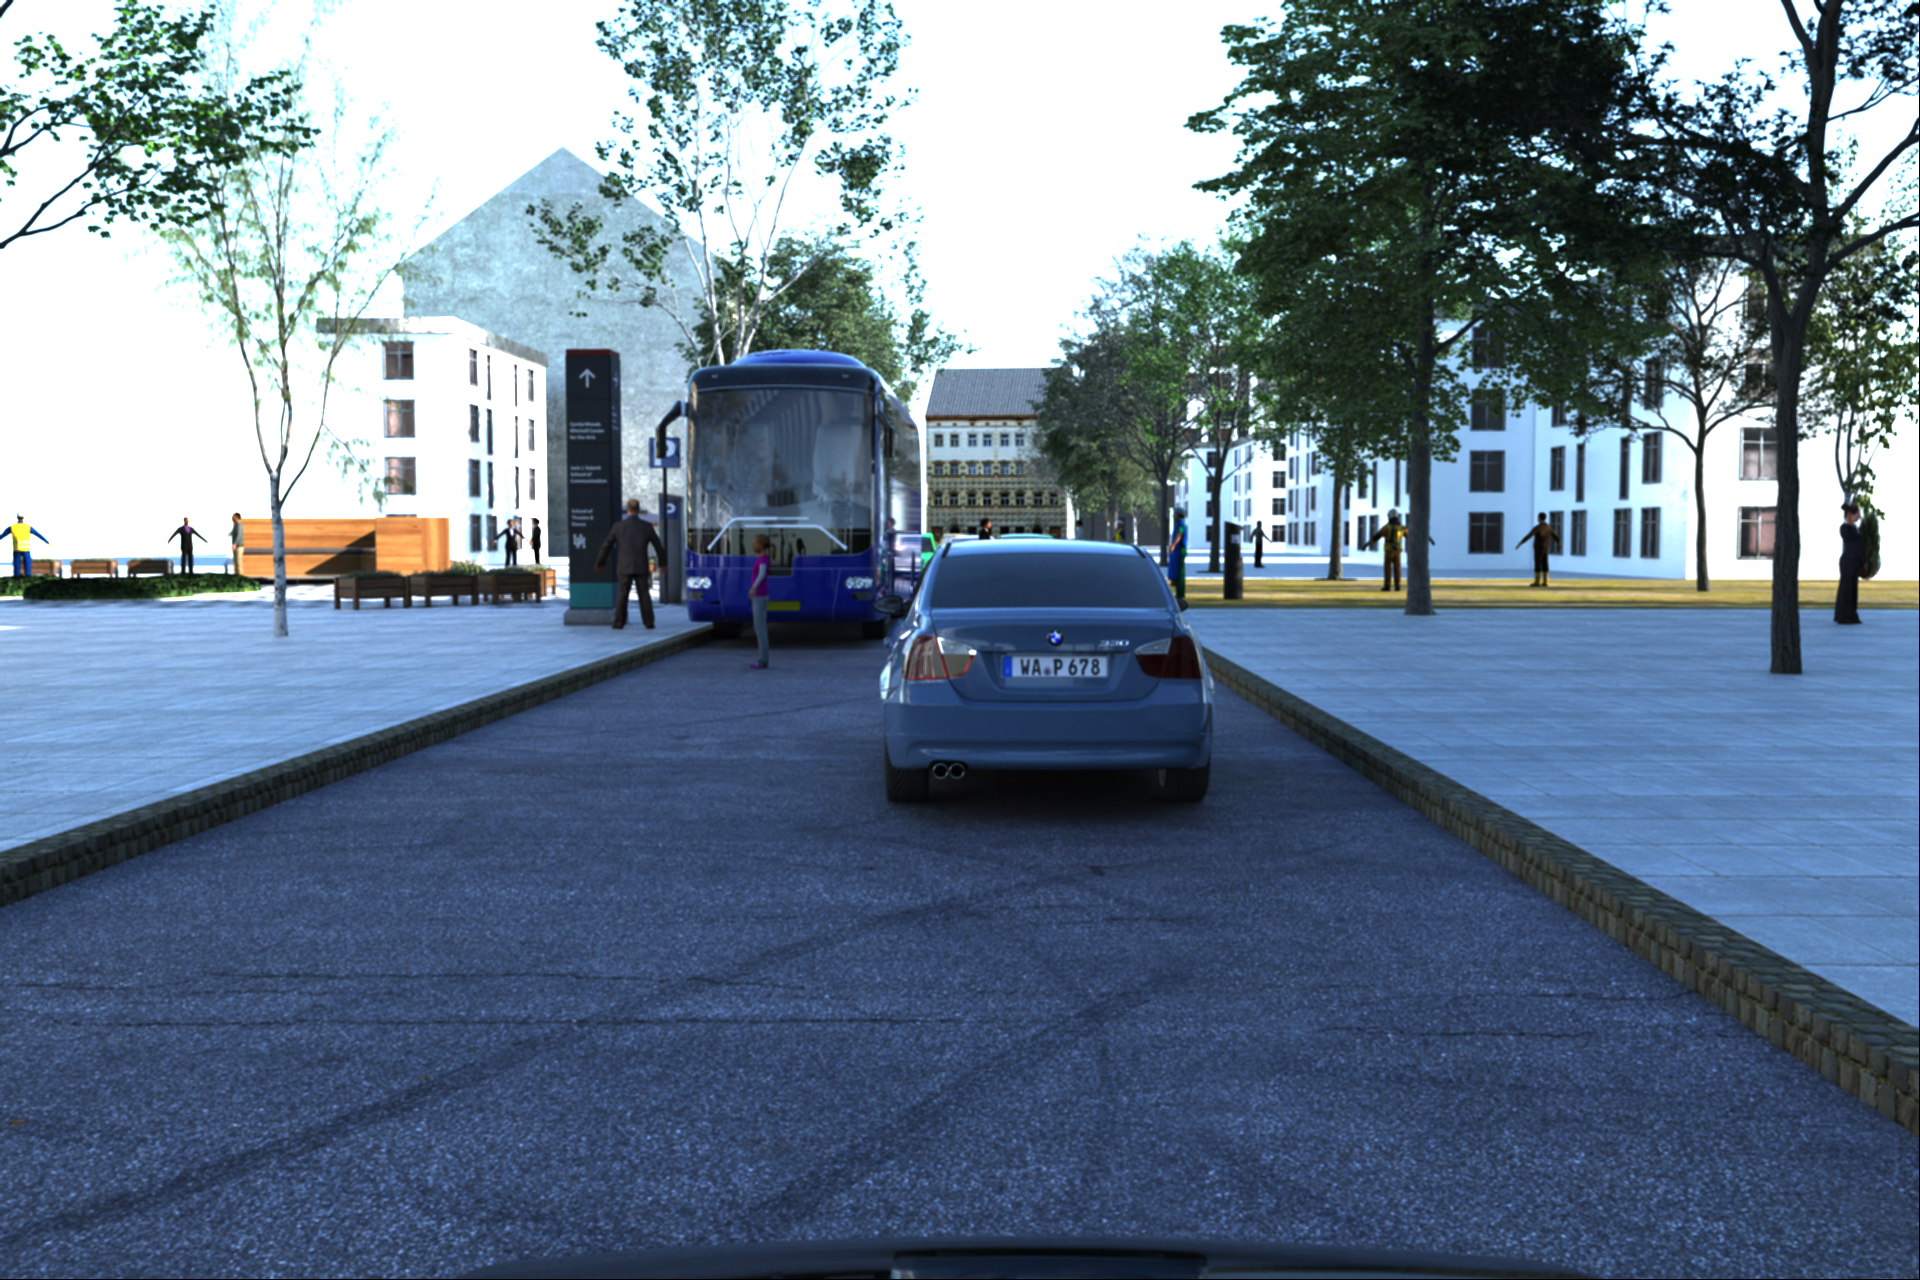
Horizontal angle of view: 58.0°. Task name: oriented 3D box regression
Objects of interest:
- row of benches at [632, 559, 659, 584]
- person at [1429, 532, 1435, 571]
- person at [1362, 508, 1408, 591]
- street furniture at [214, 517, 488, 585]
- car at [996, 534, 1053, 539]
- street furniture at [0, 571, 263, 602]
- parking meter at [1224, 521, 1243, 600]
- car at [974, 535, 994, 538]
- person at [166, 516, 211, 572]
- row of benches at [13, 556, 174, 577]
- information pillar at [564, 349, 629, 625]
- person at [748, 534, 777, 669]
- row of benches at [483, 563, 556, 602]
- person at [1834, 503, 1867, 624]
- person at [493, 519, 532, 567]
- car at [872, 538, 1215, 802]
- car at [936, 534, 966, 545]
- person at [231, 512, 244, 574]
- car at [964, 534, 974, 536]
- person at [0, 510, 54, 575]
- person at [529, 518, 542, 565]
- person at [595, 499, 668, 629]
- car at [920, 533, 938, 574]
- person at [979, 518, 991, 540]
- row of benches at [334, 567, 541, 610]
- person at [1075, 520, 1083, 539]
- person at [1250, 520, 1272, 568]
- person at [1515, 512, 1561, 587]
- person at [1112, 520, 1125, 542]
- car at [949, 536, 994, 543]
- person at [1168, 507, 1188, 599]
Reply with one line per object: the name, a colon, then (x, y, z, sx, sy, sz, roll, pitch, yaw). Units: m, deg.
row of benches: (-7.750, -1.759, 44.218, 4.104, 0.672, 1.422, -2, 4, -32)
person: (16.057, -3.308, 59.862, 0.705, 1.856, 1.354, 0, 4, -6)
person: (9.727, -2.031, 38.972, 1.354, 1.858, 0.705, -1, 4, -9)
street furniture: (-15.891, -2.522, 48.082, 9.812, 1.723, 11.010, -2, 4, -27)
car: (1.426, -1.609, 38.109, 2.131, 1.459, 4.920, 0, 4, 0)
street furniture: (-19.098, -1.150, 34.437, 10.072, 0.657, 5.734, -2, 4, -29)
parking meter: (5.374, -1.566, 34.022, 0.372, 1.533, 0.369, 0, 3, 0)
car: (1.256, -5.271, 98.542, 2.083, 1.381, 4.827, 0, 4, 1)
person: (-22.888, -2.758, 51.310, 0.704, 1.802, 1.346, 3, 4, 39)
row of benches: (-23.876, -1.966, 47.602, 4.104, 0.672, 1.422, -1, 4, -11)
information pillar: (-5.186, -2.154, 24.598, 0.750, 3.857, 0.750, 0, 4, 2)
person: (-2.183, -0.411, 18.443, 0.599, 1.433, 0.991, 0, 4, -5)
row of benches: (-8.803, -1.186, 34.862, 1.422, 0.672, 4.104, 0, 4, -2)
person: (12.664, -1.082, 24.530, 0.445, 1.727, 0.742, 1, 4, 16)
person: (-13.853, -2.864, 53.547, 1.216, 1.740, 0.721, -2, 4, -30)
car: (0.451, 0.088, 10.566, 2.014, 1.417, 4.499, 0, 4, 0)
car: (-0.295, -4.812, 88.905, 2.015, 1.641, 3.980, 0, 4, 1)
person: (-16.771, -2.072, 40.147, 0.705, 1.796, 1.348, -1, 4, -22)
car: (0.443, -6.004, 110.173, 2.014, 1.417, 4.499, 0, 4, 1)
person: (-22.012, -2.120, 40.627, 1.349, 1.833, 0.705, -2, 4, -25)
person: (-13.933, -3.102, 56.908, 0.705, 1.806, 1.347, 0, 4, -3)
person: (-4.457, -1.033, 23.492, 0.990, 1.755, 0.434, -1, 4, -15)
car: (-1.335, -2.215, 45.011, 1.959, 1.807, 4.718, 0, 4, 1)
person: (0.640, -2.012, 41.533, 0.705, 1.806, 1.347, 0, 4, 7)
row of benches: (-9.338, -0.948, 30.959, 1.422, 0.672, 4.104, 3, 4, 37)
person: (4.511, -3.668, 66.164, 0.705, 1.806, 1.347, 0, 4, 4)
person: (11.494, -3.690, 66.456, 0.705, 1.813, 1.348, -2, 4, -25)
person: (14.232, -2.221, 42.459, 1.346, 1.812, 0.704, -1, 4, -21)
person: (5.600, -3.376, 61.668, 0.721, 1.772, 1.216, -1, 4, -13)
car: (0.379, -2.371, 51.126, 2.083, 1.381, 4.827, 0, 4, 0)
person: (4.268, -1.703, 33.963, 0.704, 1.817, 1.347, 1, 4, 13)
